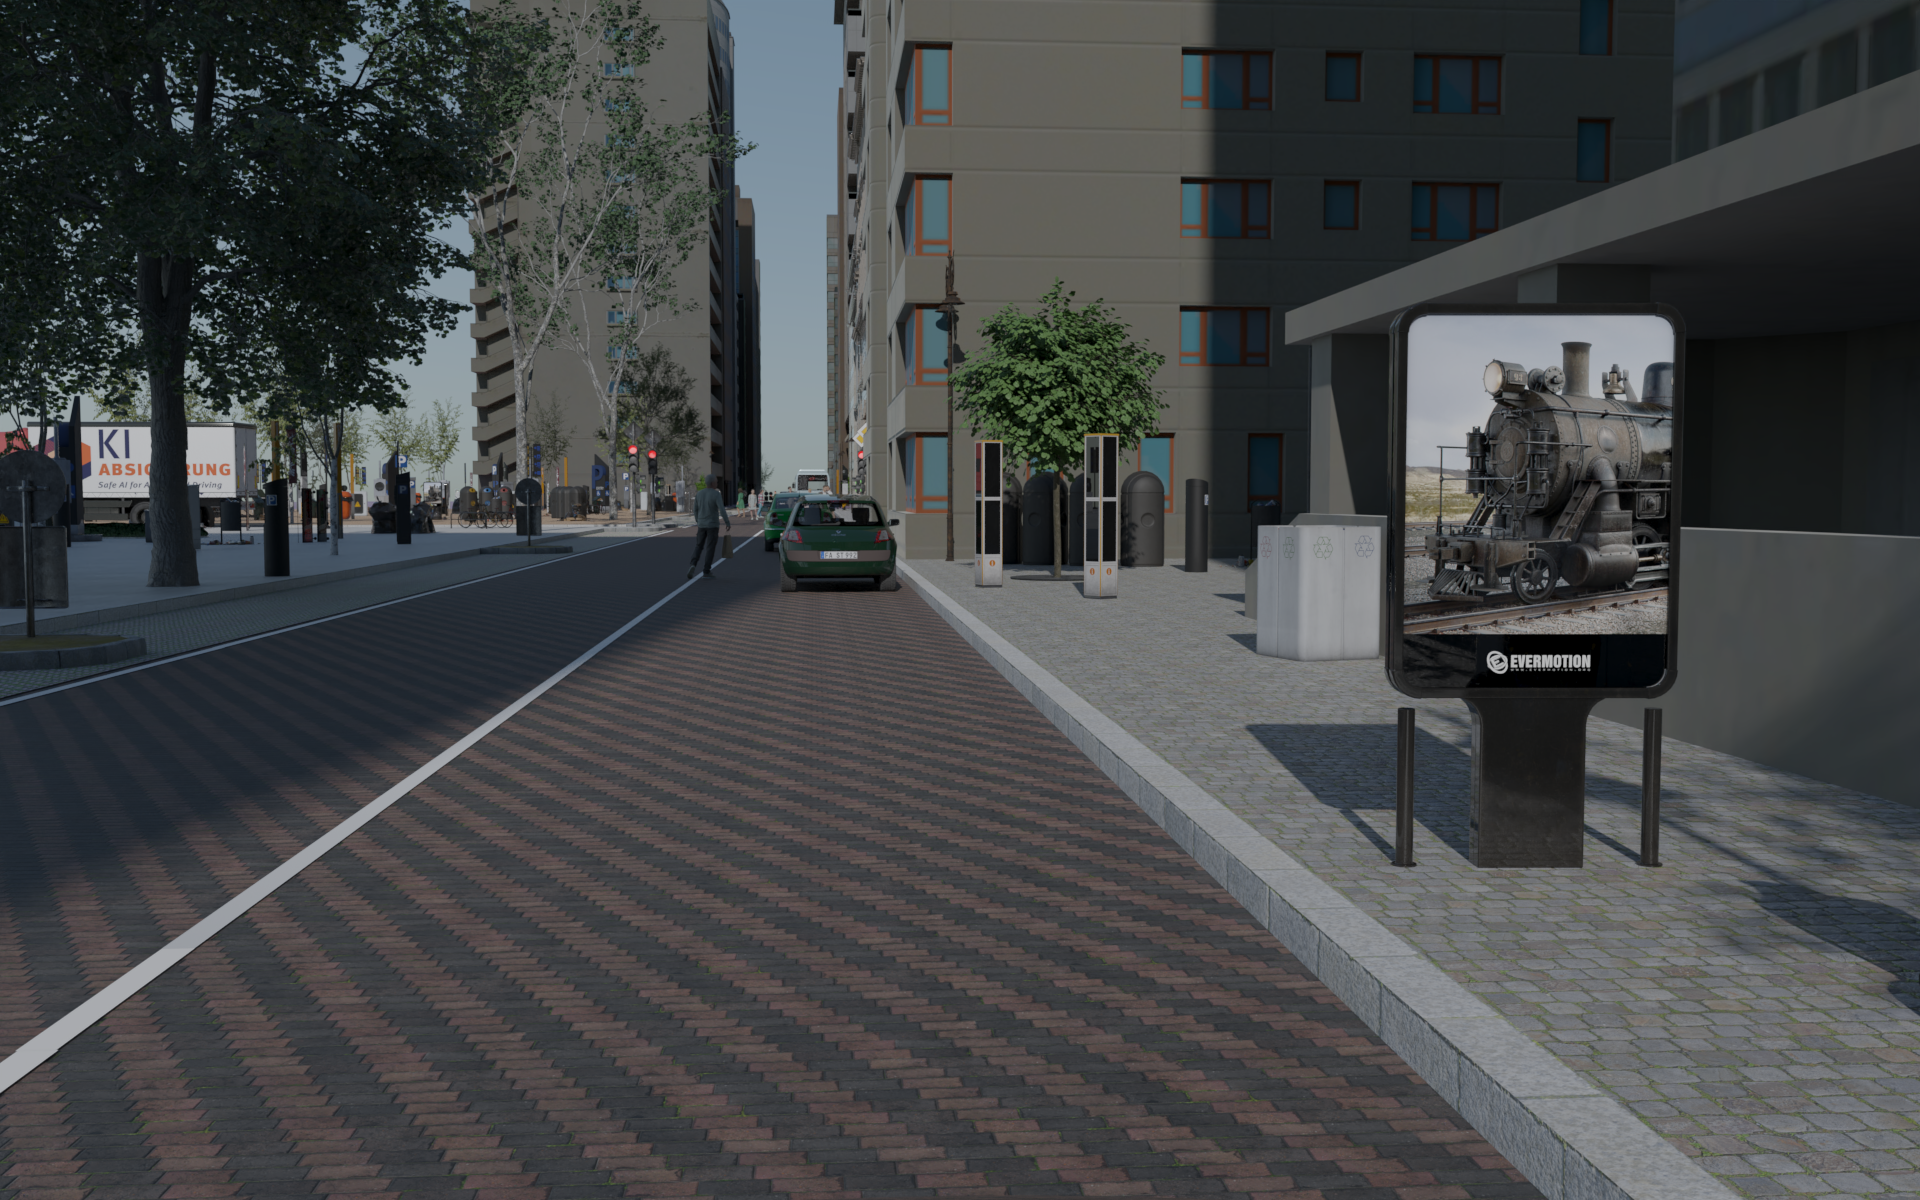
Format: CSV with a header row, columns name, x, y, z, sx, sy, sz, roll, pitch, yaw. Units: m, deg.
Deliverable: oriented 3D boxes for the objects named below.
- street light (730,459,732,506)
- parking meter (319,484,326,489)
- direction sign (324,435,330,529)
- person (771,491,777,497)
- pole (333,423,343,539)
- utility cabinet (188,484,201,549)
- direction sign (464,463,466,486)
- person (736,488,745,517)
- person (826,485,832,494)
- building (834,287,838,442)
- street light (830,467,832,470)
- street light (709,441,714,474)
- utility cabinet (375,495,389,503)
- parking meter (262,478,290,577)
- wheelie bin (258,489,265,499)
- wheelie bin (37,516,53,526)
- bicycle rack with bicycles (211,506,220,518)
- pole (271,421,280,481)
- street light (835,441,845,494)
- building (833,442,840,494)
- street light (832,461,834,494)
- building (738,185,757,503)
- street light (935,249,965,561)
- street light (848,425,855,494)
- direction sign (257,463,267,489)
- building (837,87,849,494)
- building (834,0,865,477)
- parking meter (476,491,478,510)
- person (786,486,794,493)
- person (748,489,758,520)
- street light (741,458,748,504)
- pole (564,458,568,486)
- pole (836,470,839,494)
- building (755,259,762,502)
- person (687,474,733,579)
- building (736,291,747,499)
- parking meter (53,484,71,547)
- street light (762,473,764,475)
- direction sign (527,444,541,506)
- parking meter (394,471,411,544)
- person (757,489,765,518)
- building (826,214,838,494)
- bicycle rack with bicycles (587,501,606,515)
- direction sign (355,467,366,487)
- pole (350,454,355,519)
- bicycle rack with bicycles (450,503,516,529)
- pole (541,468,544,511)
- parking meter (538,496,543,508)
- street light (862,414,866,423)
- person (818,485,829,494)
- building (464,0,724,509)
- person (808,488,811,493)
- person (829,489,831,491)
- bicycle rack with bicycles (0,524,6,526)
name,x,y,z,sx,sy,sz,roll,pitch,yaw
street light,-24.526,-12.995,185.249,0.468,5.910,1.993,0,4,-5
parking meter,-35.323,-5.527,96.080,0.399,1.863,0.255,1,4,16
direction sign,-23.360,-4.395,63.855,0.379,3.537,0.876,-2,4,-26
person,-19.287,-10.446,179.830,0.750,1.759,0.617,-2,4,-32
pole,-17.853,-3.418,49.725,0.158,3.312,0.155,0,3,0
utility cabinet,-17.921,-1.901,39.760,1.173,1.500,0.318,2,4,35
direction sign,-36.087,-8.219,126.378,0.379,3.537,0.876,-1,4,-21
person,-13.522,-5.999,106.831,0.529,1.795,0.600,1,4,11
person,-6.105,-4.358,79.851,0.679,1.850,0.850,3,5,40
building,-10.541,-28.745,241.687,14.160,30.474,14.107,0,4,-5
street light,-16.503,-15.472,225.750,0.468,5.910,1.993,0,4,-5
street light,-21.713,-10.925,151.406,0.468,5.910,1.993,0,4,-5
utility cabinet,-31.990,-5.177,95.809,1.020,1.237,0.306,3,5,43
parking meter,-10.678,-1.140,27.043,0.372,1.533,0.369,0,3,0
wheelie bin,-46.330,-6.517,114.458,0.693,1.594,0.980,1,4,19
wheelie bin,-25.388,-2.456,48.066,0.980,1.594,0.693,0,4,-4
bicycle rack with bicycles,-40.471,-4.871,93.030,2.925,0.926,2.852,-1,4,-16
pole,-19.042,-3.327,48.241,0.158,3.312,0.155,0,3,0
street light,-10.891,-11.303,157.587,0.468,5.910,1.993,0,4,-5
building,-4.138,-54.863,209.685,22.319,86.520,31.000,0,4,-5
street light,-13.654,-13.373,191.434,0.468,5.910,1.993,0,4,-5
building,-37.083,-36.933,253.959,14.600,45.320,14.200,0,4,-5
street light,-0.196,-3.680,32.952,0.468,5.910,1.993,0,4,-5
street light,-7.238,-8.753,115.905,0.468,5.910,1.993,0,4,-5
direction sign,-49.847,-8.039,123.434,0.876,3.537,0.379,0,4,4
building,-6.257,-32.906,188.126,14.600,45.320,14.200,0,4,-5
building,2.415,-35.381,167.716,28.713,52.752,27.495,0,4,-5
parking meter,-37.749,-7.735,134.884,0.372,1.533,0.369,0,3,0
person,-9.033,-5.189,93.152,0.655,1.846,0.447,-3,4,-36
person,-11.544,-5.324,96.551,0.512,1.701,0.522,-1,4,-17
street light,-27.591,-15.122,220.039,0.468,5.910,1.993,0,4,-5
pole,-21.948,-6.283,96.564,0.158,3.312,0.155,0,3,0
pole,-10.278,-9.273,145.459,0.158,3.312,0.155,0,3,0
building,-40.890,-37.255,292.713,14.154,41.232,14.086,0,4,-5
person,-4.195,-1.240,29.264,0.782,1.767,0.515,2,4,25
building,-36.895,-28.592,239.176,14.160,30.474,14.107,0,4,-5
parking meter,-21.663,-2.040,41.766,0.372,1.533,0.369,0,3,0
street light,-34.475,-20.189,302.880,0.468,5.910,1.993,0,4,-5
direction sign,-19.212,-5.241,77.683,0.876,3.537,0.379,-2,4,-35
parking meter,-14.265,-2.361,44.316,0.399,1.863,0.255,-1,4,-19
person,-12.174,-5.885,105.553,0.643,1.720,0.563,-1,4,-21
building,-12.576,-34.967,255.308,14.154,41.232,14.086,0,4,-5
bicycle rack with bicycles,-23.369,-5.707,106.691,2.852,0.926,2.925,-2,4,-31
direction sign,-49.741,-9.284,143.797,0.876,3.537,0.379,0,4,-6
pole,-30.952,-5.771,88.201,0.158,3.312,0.155,0,3,0
bicycle rack with bicycles,-17.835,-3.159,65.037,2.925,0.926,2.852,2,4,30
pole,-32.295,-8.573,134.015,0.158,3.312,0.155,0,3,0
parking meter,-34.319,-8.313,141.624,0.255,1.863,0.399,1,4,23
street light,-4.382,-6.659,81.660,0.468,5.910,1.993,0,4,-5
person,-6.070,-4.184,76.873,0.622,1.834,0.822,-3,5,-41
building,-33.231,-32.768,159.455,21.300,48.544,21.600,0,4,-5
person,-9.383,-6.093,108.472,0.624,1.780,0.694,2,4,34
person,-6.769,-4.985,90.346,0.599,1.781,0.374,1,4,19
bicycle rack with bicycles,-17.695,-1.030,30.215,2.925,0.926,2.852,-1,4,-10
